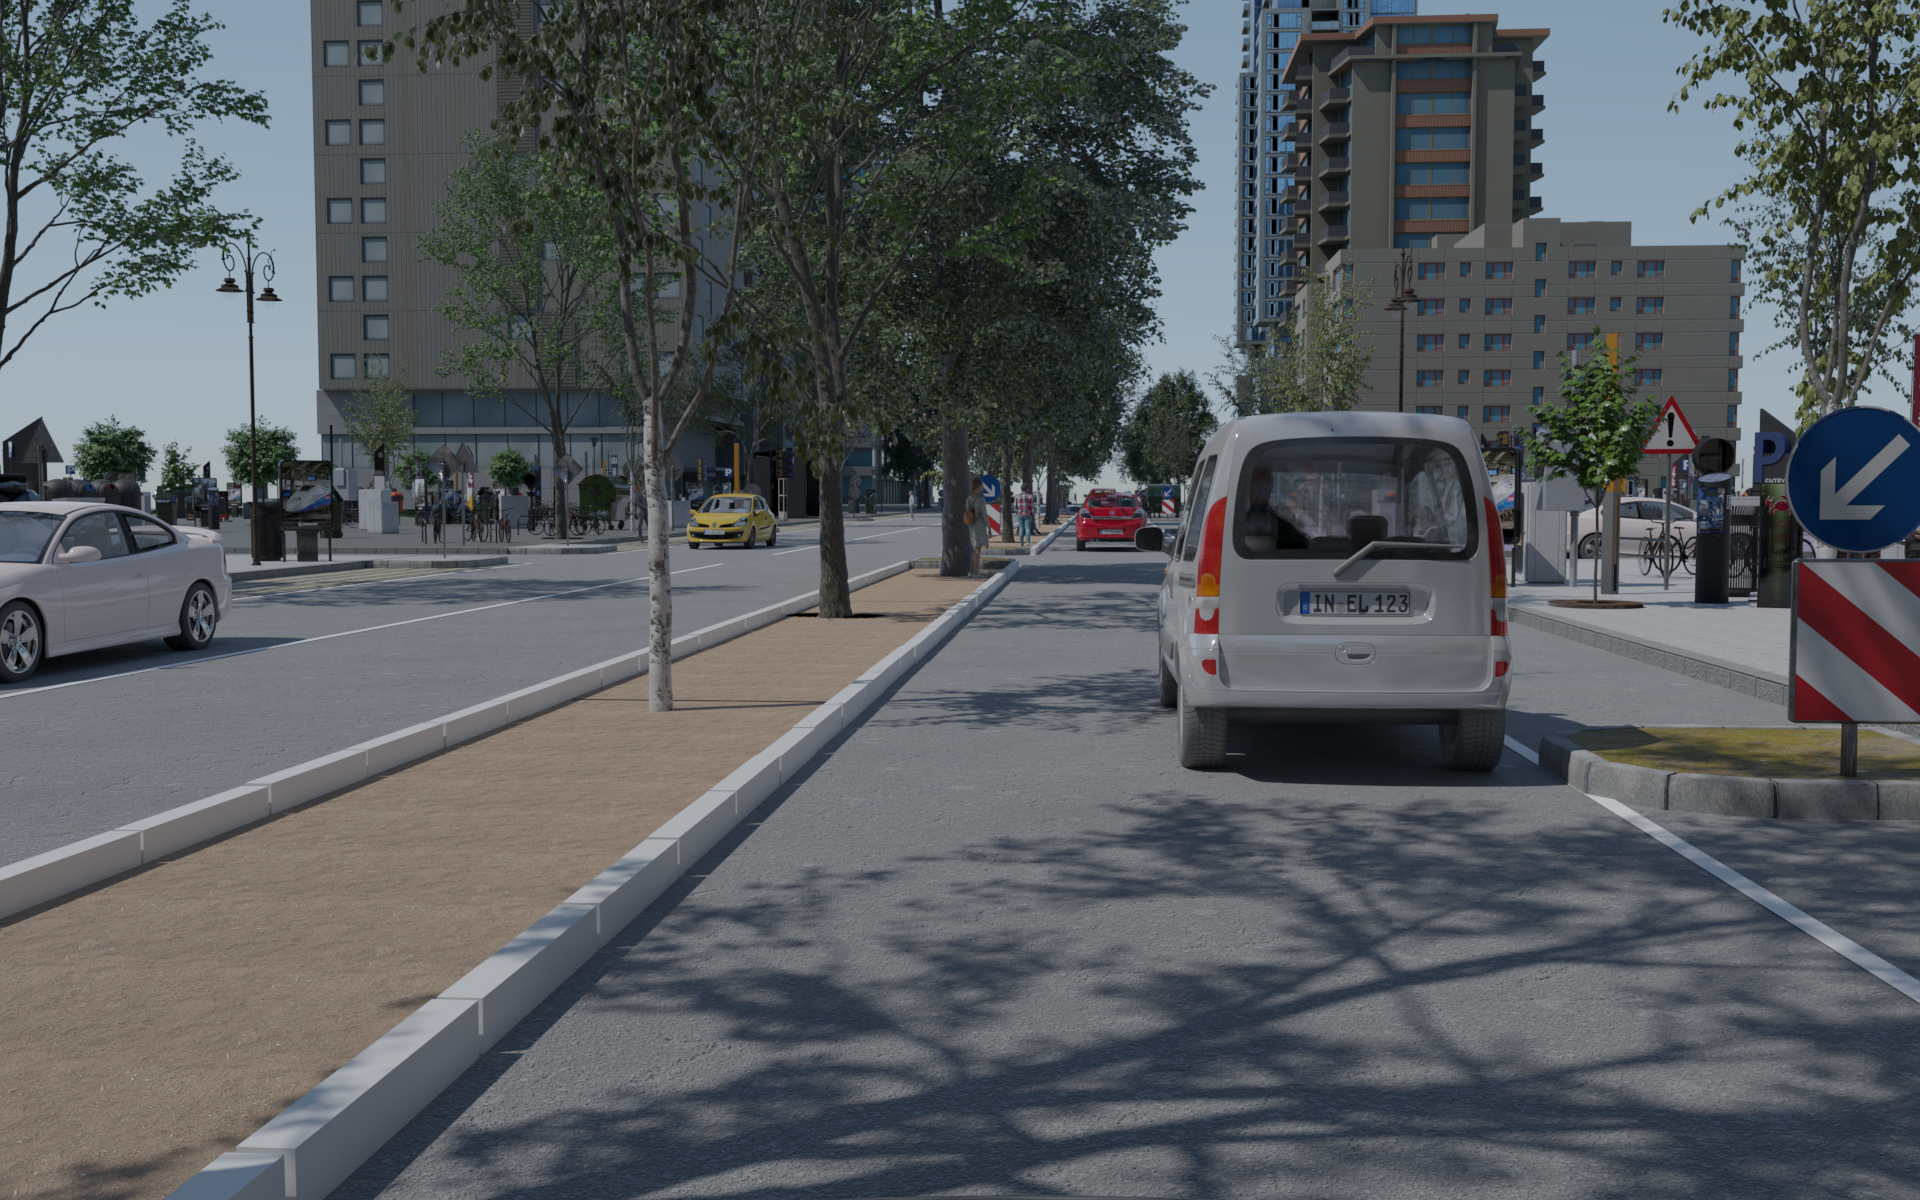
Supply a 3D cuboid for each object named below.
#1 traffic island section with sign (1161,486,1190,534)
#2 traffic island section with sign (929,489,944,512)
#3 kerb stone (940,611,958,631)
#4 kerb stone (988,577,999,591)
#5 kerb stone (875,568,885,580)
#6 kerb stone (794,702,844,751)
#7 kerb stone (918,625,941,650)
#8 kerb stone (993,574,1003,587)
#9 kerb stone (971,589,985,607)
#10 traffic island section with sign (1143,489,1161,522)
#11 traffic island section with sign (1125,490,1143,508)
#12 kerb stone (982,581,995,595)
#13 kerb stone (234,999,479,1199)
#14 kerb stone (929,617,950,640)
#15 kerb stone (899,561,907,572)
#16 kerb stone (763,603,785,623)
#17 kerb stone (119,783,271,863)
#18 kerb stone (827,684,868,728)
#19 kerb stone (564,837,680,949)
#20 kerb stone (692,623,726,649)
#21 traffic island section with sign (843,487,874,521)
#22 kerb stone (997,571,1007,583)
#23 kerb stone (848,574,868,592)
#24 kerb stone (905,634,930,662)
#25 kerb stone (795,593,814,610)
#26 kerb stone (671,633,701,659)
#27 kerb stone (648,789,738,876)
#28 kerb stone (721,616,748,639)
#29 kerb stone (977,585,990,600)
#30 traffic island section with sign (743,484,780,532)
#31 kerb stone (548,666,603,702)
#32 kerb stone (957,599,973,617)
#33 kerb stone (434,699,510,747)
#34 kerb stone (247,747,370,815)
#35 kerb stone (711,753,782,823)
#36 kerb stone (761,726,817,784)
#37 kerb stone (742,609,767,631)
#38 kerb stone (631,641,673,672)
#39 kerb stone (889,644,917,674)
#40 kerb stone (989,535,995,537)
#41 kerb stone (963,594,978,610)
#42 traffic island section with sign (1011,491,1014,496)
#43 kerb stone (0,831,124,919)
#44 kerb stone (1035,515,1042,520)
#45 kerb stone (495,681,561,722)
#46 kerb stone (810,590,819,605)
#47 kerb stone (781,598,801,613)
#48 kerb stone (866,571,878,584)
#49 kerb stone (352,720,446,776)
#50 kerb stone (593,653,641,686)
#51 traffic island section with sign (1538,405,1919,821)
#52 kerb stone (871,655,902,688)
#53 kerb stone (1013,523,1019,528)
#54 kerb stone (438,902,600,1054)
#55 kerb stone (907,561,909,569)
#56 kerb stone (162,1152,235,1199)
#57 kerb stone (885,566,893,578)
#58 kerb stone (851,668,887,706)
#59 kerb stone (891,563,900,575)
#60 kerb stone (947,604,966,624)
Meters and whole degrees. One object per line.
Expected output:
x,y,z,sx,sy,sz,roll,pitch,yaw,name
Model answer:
8.497,-3.349,63.387,1.989,1.847,2.006,0,4,5,traffic island section with sign
-1.451,-8.168,142.177,1.989,1.847,2.006,0,4,5,traffic island section with sign
-0.151,0.249,18.210,0.120,0.150,1.000,0,4,5,kerb stone
0.448,-0.195,25.391,0.120,0.150,1.000,0,4,5,kerb stone
-1.398,-0.394,28.639,0.120,0.150,1.000,0,4,5,kerb stone
-0.820,0.743,10.045,0.120,0.150,1.000,0,4,5,kerb stone
-0.312,0.371,16.164,0.120,0.150,1.000,0,4,5,kerb stone
0.524,-0.254,26.411,0.120,0.150,1.000,0,4,5,kerb stone
0.198,-0.007,22.310,0.120,0.150,1.000,0,4,5,kerb stone
10.765,-5.027,90.826,1.989,1.847,2.006,0,4,5,traffic island section with sign
17.048,-9.702,167.249,1.989,1.847,2.006,0,4,5,traffic island section with sign
0.360,-0.133,24.373,0.120,0.150,1.000,0,4,5,kerb stone
-1.322,1.119,3.900,0.120,0.150,1.000,0,4,5,kerb stone
-0.230,0.307,17.183,0.120,0.150,1.000,0,4,5,kerb stone
-1.141,-0.580,31.695,0.120,0.150,1.000,0,4,5,kerb stone
-2.149,0.171,19.437,0.120,0.150,1.000,0,4,5,kerb stone
-3.160,0.929,7.168,0.120,0.150,1.000,0,4,5,kerb stone
-0.732,0.681,11.064,0.120,0.150,1.000,0,4,5,kerb stone
-1.151,0.997,5.950,0.120,0.150,1.000,0,4,5,kerb stone
-2.399,0.357,16.362,0.120,0.150,1.000,0,4,5,kerb stone
-5.605,-5.072,91.550,1.989,1.847,2.006,0,4,5,traffic island section with sign
0.611,-0.321,27.436,0.120,0.150,1.000,0,4,5,kerb stone
-1.573,-0.269,26.598,0.120,0.150,1.000,0,4,5,kerb stone
-0.392,0.434,15.144,0.120,0.150,1.000,0,4,5,kerb stone
-1.989,0.044,21.482,0.120,0.150,1.000,0,4,5,kerb stone
-2.490,0.428,15.340,0.120,0.150,1.000,0,4,5,kerb stone
-1.068,0.931,6.976,0.120,0.150,1.000,0,4,5,kerb stone
-2.320,0.295,17.387,0.120,0.150,1.000,0,4,5,kerb stone
0.275,-0.070,23.344,0.120,0.150,1.000,0,4,5,kerb stone
-7.812,-3.429,64.685,1.989,1.847,2.006,0,4,5,traffic island section with sign
-2.747,0.607,12.268,0.120,0.150,1.000,0,4,5,kerb stone
0.027,0.119,20.254,0.120,0.150,1.000,0,4,5,kerb stone
-2.904,0.732,10.226,0.120,0.150,1.000,0,4,5,kerb stone
-3.073,0.857,8.186,0.120,0.150,1.000,0,4,5,kerb stone
-0.985,0.868,8.003,0.120,0.150,1.000,0,4,5,kerb stone
-0.898,0.810,9.022,0.120,0.150,1.000,0,4,5,kerb stone
-2.231,0.231,18.412,0.120,0.150,1.000,0,4,5,kerb stone
-2.575,0.482,14.319,0.120,0.150,1.000,0,4,5,kerb stone
-0.487,0.495,14.121,0.120,0.150,1.000,0,4,5,kerb stone
1.168,-2.295,59.808,0.120,0.150,1.000,0,4,5,kerb stone
0.100,0.056,21.277,0.120,0.150,1.000,0,4,5,kerb stone
7.538,-14.845,251.339,1.989,1.847,2.006,0,4,5,traffic island section with sign
-3.243,0.992,6.150,0.120,0.150,1.000,0,4,5,kerb stone
4.617,-4.858,101.706,0.120,0.150,1.000,0,4,5,kerb stone
-2.824,0.670,11.248,0.120,0.150,1.000,0,4,5,kerb stone
-1.898,-0.019,22.500,0.120,0.150,1.000,0,4,5,kerb stone
-2.060,0.106,20.455,0.120,0.150,1.000,0,4,5,kerb stone
-1.480,-0.332,27.616,0.120,0.150,1.000,0,4,5,kerb stone
-2.995,0.794,9.208,0.120,0.150,1.000,0,4,5,kerb stone
-2.660,0.545,13.286,0.120,0.150,1.000,0,4,5,kerb stone
4.000,0.004,8.557,1.989,1.847,2.006,0,4,5,traffic island section with sign
-0.572,0.556,13.102,0.120,0.150,1.000,0,4,5,kerb stone
2.510,-3.291,76.158,0.120,0.150,1.000,0,4,5,kerb stone
-1.237,1.060,4.926,0.120,0.150,1.000,0,4,5,kerb stone
-1.057,-0.643,32.714,0.120,0.150,1.000,0,4,5,kerb stone
-1.413,1.182,2.876,0.120,0.150,1.000,0,4,5,kerb stone
-1.312,-0.456,29.657,0.120,0.150,1.000,0,4,5,kerb stone
-0.649,0.619,12.083,0.120,0.150,1.000,0,4,5,kerb stone
-1.228,-0.516,30.676,0.120,0.150,1.000,0,4,5,kerb stone
-0.066,0.181,19.236,0.120,0.150,1.000,0,4,5,kerb stone
